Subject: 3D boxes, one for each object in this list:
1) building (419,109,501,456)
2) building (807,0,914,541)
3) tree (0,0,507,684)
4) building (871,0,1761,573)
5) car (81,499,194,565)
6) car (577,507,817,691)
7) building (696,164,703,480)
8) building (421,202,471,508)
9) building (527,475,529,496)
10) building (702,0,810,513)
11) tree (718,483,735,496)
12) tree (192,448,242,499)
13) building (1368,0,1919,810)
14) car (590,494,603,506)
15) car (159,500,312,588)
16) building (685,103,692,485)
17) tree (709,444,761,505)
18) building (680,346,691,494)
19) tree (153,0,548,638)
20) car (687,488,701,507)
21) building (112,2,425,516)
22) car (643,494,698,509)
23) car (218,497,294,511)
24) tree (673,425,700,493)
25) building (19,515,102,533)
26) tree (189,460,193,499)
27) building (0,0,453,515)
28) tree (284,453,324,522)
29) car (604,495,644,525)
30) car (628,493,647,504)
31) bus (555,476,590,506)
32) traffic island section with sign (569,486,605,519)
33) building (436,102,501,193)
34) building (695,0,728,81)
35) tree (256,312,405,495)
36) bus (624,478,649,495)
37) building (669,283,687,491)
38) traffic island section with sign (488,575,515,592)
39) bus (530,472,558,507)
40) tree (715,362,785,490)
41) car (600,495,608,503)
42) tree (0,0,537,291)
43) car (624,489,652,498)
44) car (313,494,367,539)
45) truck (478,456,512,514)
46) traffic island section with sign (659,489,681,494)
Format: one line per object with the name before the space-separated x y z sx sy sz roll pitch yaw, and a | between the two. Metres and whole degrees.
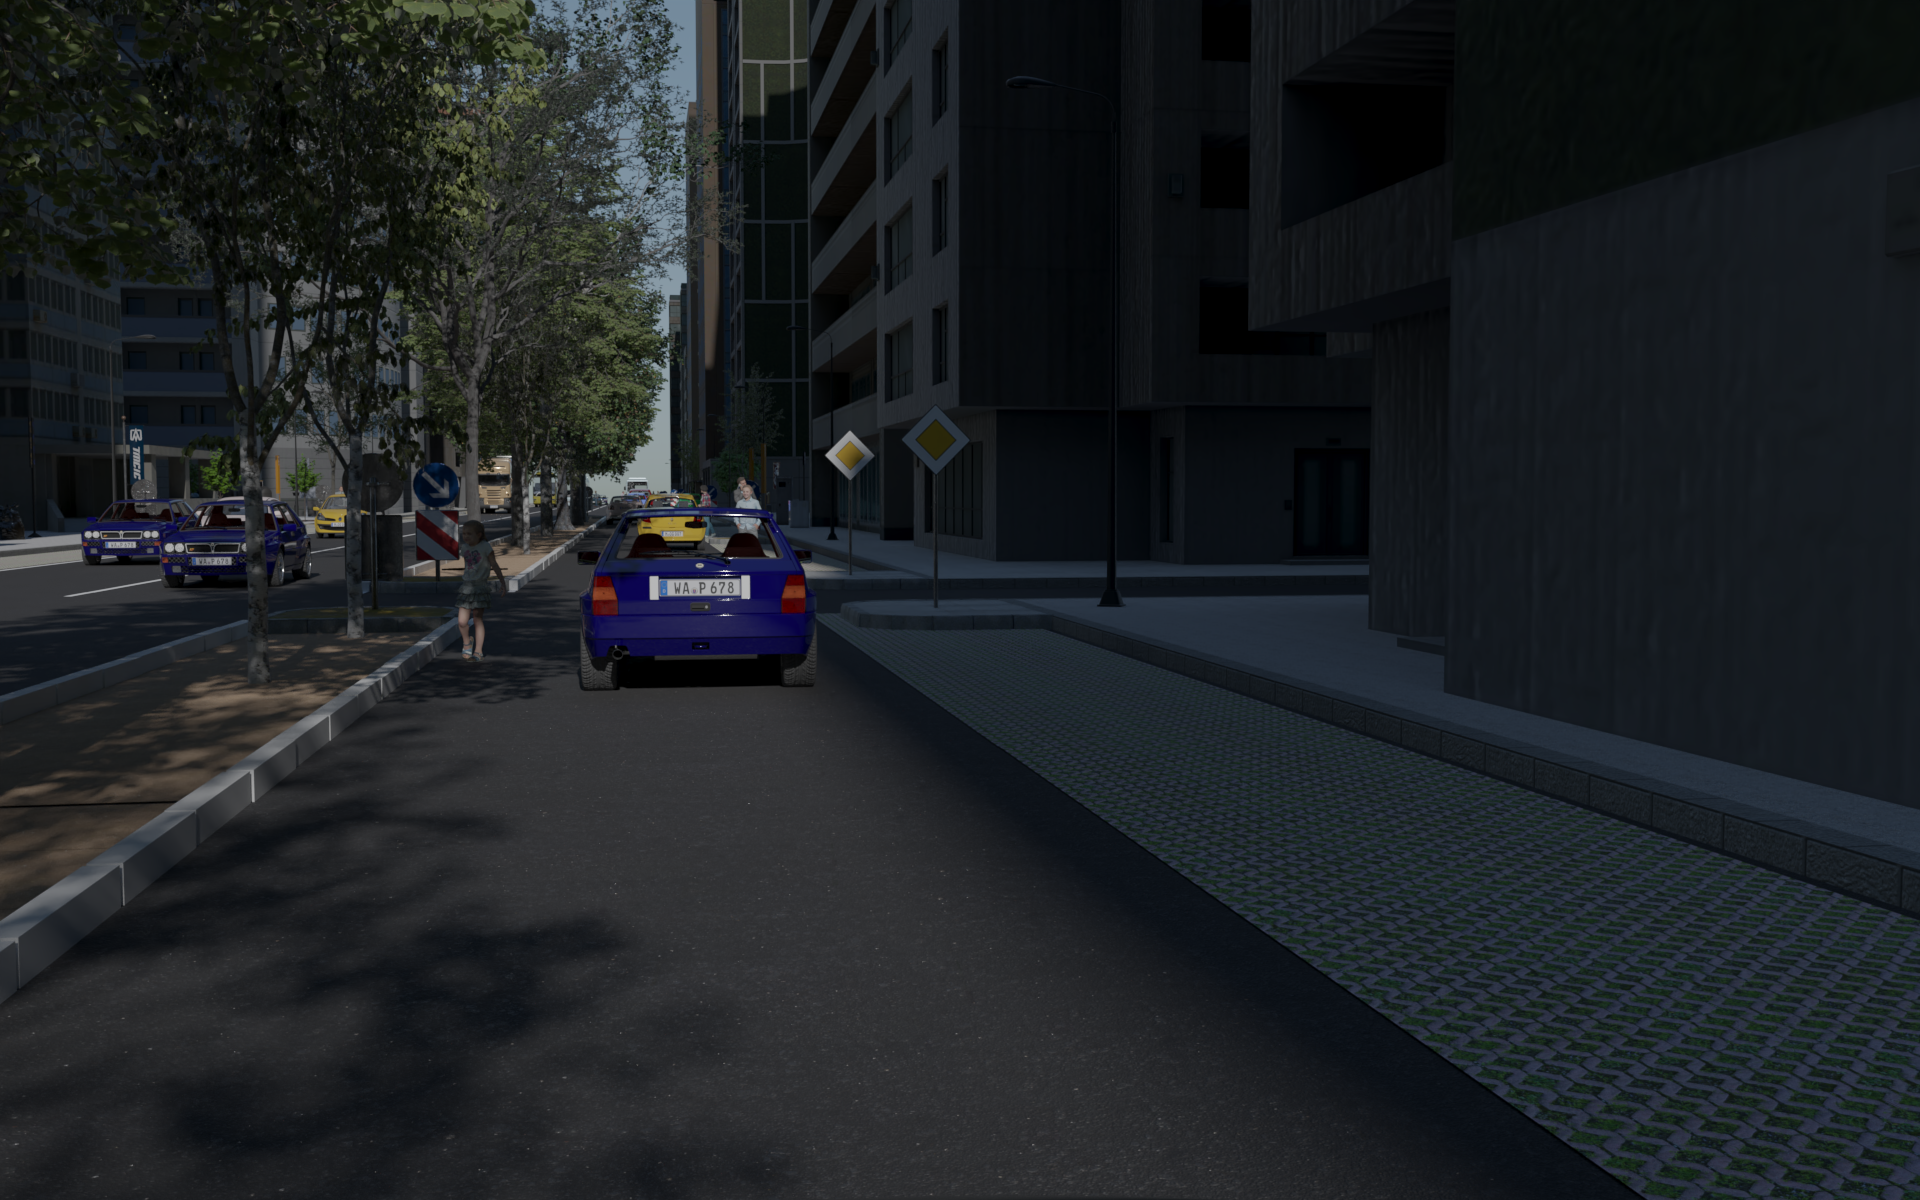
building | -62.741 -32.860 191.883 22.147 44.769 28.867 -1 4 -10
building | 6.468 -26.586 58.383 21.300 48.544 21.600 -1 4 -10
tree | -5.227 -3.655 12.572 4.360 8.622 3.978 0 3 0
building | 5.972 -16.175 36.163 14.107 30.474 14.160 -1 4 -10
car | -16.996 -1.439 36.116 1.945 1.354 3.894 -1 4 -12
car | -2.136 -0.090 14.059 1.945 1.354 3.894 -1 4 -9
building | -13.472 -31.143 163.816 22.147 44.769 28.867 -1 4 -10
building | -51.548 -23.458 155.236 14.160 30.474 14.107 -1 4 -10
building | -66.817 -28.459 237.006 14.160 30.474 14.107 -1 4 -10
building | -8.029 -41.936 123.905 20.563 71.187 20.611 -1 4 -10
tree | -15.232 -7.242 113.014 1.663 3.219 1.824 0 3 0
tree | -28.020 -4.361 65.908 1.663 3.219 1.824 0 3 0
building | 9.644 -14.795 13.598 14.160 30.474 14.107 -1 4 -10
car | -44.257 -12.228 209.716 2.009 1.686 4.222 -1 4 -10
car | -11.575 -0.931 27.799 1.945 1.354 3.894 -1 4 -11
building | -23.600 -33.338 195.190 14.600 45.320 14.200 -1 4 -10
tree | -13.920 -7.622 108.339 4.285 4.588 4.351 0 3 0
building | -20.899 -22.829 218.293 27.650 21.520 28.899 -1 4 -10
tree | -6.071 -3.934 17.135 4.737 8.622 4.395 0 3 0
car | -17.550 -6.334 112.357 1.959 1.807 4.718 -1 4 -12
building | -46.757 -34.672 108.888 21.231 58.520 28.212 -1 4 -10
car | -7.559 -2.140 45.218 2.015 1.641 3.980 -1 4 -11
car | -18.093 -1.925 43.837 2.083 1.381 4.827 -1 4 -9
tree | -28.357 -14.273 183.723 4.737 8.622 4.395 0 3 0
building | -45.346 -22.656 62.309 32.217 40.220 23.993 -1 4 -10
tree | -37.775 -5.552 85.383 1.663 3.219 1.824 0 3 0
building | -56.949 -27.044 134.058 32.217 40.220 23.993 -1 4 -10
tree | -30.822 -5.289 81.070 1.663 3.219 1.824 0 3 0
car | -15.931 -4.301 82.689 2.083 1.381 4.827 -1 4 -10
car | -21.848 -6.563 116.889 1.945 1.707 3.694 -1 4 -11
bus | -37.426 -10.585 167.919 2.948 3.499 13.247 -1 4 -10
traffic island section with sign | -21.496 -5.607 99.817 2.006 1.907 1.989 -1 4 -10
building | -66.723 -36.266 216.647 21.300 48.544 21.600 -1 4 -10
building | -14.271 -30.072 141.791 14.600 45.320 14.200 -1 4 -10
tree | -31.858 -9.348 87.252 8.767 10.594 7.601 0 4 5
bus | -38.045 -12.784 203.873 2.948 3.499 13.247 -1 4 -11
building | -35.095 -29.348 251.541 14.160 30.474 14.107 -1 4 -10
traffic island section with sign | -7.756 -1.089 25.941 2.006 1.907 1.989 -1 4 -10
bus | -45.558 -12.222 191.375 2.896 3.916 12.252 -1 4 -10
tree | -11.961 -8.988 97.309 4.360 8.622 3.978 0 3 0
car | -50.794 -14.232 245.277 1.945 1.354 3.894 -1 4 -12
tree | -4.166 -5.225 6.010 7.486 12.596 7.792 0 3 0
car | -23.143 -7.134 125.309 2.281 1.827 5.304 -1 4 -11
car | -20.194 -2.871 57.162 2.015 1.641 3.980 -1 4 -12
truck | -34.235 -8.536 128.480 2.839 4.237 11.283 -1 4 -11
traffic island section with sign | -25.256 -8.783 152.224 1.989 1.847 2.006 -1 4 -10
